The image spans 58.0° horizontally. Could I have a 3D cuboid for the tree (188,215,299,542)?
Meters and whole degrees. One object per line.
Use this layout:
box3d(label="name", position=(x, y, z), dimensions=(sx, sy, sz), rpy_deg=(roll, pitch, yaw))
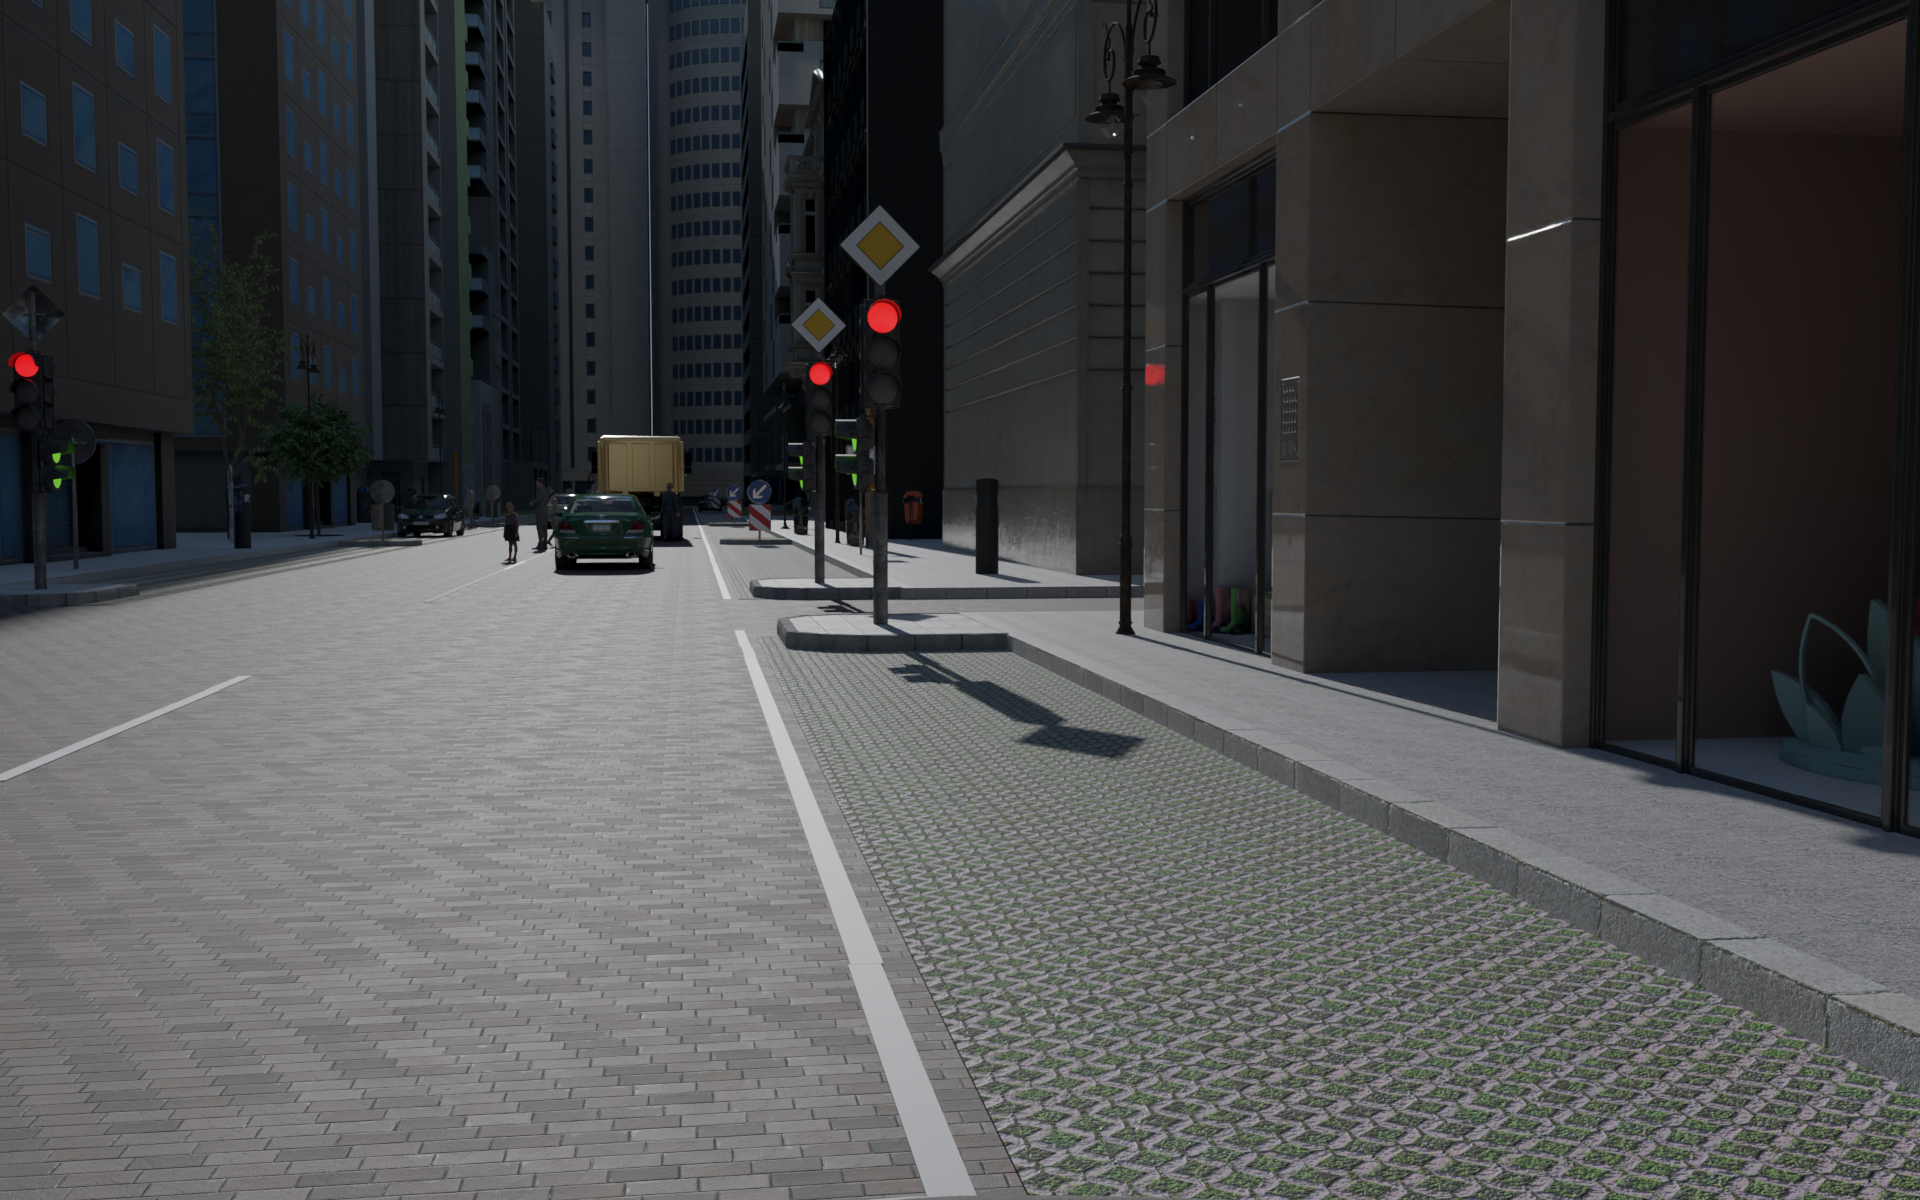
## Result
box3d(label="tree", position=(-19.315, -5.815, 45.440), dimensions=(4.737, 8.622, 4.395), rpy_deg=(0, 3, 0))

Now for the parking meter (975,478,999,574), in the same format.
box3d(label="parking meter", position=(0.434, -1.188, 27.835), dimensions=(0.372, 1.533, 0.369), rpy_deg=(0, 3, 0))

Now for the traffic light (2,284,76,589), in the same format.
box3d(label="traffic light", position=(-12.375, -2.099, 23.235), dimensions=(0.839, 4.253, 0.868), rpy_deg=(-1, 4, -9))

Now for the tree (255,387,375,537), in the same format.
box3d(label="tree", position=(-19.705, -4.236, 52.968), dimensions=(4.285, 4.588, 4.351), rpy_deg=(0, 3, 0))

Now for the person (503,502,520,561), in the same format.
box3d(label="person", position=(-9.579, -1.456, 36.978), dimensions=(0.362, 1.253, 0.373), rpy_deg=(2, 4, 24))

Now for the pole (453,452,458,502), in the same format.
box3d(label="pole", position=(-24.387, -5.499, 83.749), dimensions=(0.158, 3.312, 0.155), rpy_deg=(0, 3, 0))

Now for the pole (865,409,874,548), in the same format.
box3d(label="pole", position=(-2.127, -2.873, 40.824), dimensions=(0.158, 3.312, 0.155), rpy_deg=(0, 3, 0))

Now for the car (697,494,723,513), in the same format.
box3d(label="car", position=(-18.871, -7.401, 130.800), dimensions=(2.009, 1.686, 4.222), rpy_deg=(-1, 4, -10))

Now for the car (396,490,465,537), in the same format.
box3d(label="car", position=(-17.823, -2.972, 58.383), dimensions=(2.009, 1.686, 4.222), rpy_deg=(0, 4, -7))

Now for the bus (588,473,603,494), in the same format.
box3d(label="bus", position=(-26.266, -8.541, 131.195), dimensions=(2.896, 3.916, 12.252), rpy_deg=(0, 4, -8))

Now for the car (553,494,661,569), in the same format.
box3d(label="car", position=(-7.041, -1.387, 34.471), dimensions=(2.131, 1.459, 4.920), rpy_deg=(-1, 4, -9))

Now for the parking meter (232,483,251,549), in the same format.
box3d(label="parking meter", position=(-16.888, -1.977, 40.737), dimensions=(0.372, 1.533, 0.369), rpy_deg=(0, 3, 0))

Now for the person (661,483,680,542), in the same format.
box3d(label="person", position=(-8.633, -2.612, 51.630), dimensions=(0.576, 1.772, 0.534), rpy_deg=(0, 4, -7))

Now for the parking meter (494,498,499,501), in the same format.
box3d(label="parking meter", position=(-25.027, -5.189, 93.247), dimensions=(0.372, 1.533, 0.369), rpy_deg=(0, 3, 0))

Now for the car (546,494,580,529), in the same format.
box3d(label="car", position=(-16.585, -3.753, 73.159), dimensions=(2.131, 1.459, 4.920), rpy_deg=(-1, 4, -10))

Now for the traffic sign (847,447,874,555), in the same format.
box3d(label="traffic sign", position=(-2.097, -2.107, 36.572), dimensions=(0.606, 2.300, 0.079), rpy_deg=(0, 4, -4))

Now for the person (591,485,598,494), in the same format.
box3d(label="person", position=(-14.396, -3.610, 67.918), dimensions=(0.834, 1.777, 0.661), rpy_deg=(-2, 4, -32))

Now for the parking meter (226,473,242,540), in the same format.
box3d(label="parking meter", position=(-20.389, -2.626, 48.649), dimensions=(0.255, 1.863, 0.399), rpy_deg=(1, 4, 19))

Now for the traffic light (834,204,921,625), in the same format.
box3d(label="traffic light", position=(-0.802, -1.716, 16.981), dimensions=(0.839, 4.253, 0.868), rpy_deg=(-1, 4, -9))

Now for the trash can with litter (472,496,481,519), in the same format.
box3d(label="trash can with litter", position=(-24.523, -4.673, 87.797), dimensions=(0.624, 1.170, 1.055), rpy_deg=(-1, 4, -23))

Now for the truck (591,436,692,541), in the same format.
box3d(label="truck", position=(-10.434, -3.722, 56.781), dimensions=(3.469, 3.379, 9.791), rpy_deg=(-1, 4, -10))

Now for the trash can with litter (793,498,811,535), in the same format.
box3d(label="trash can with litter", position=(-4.998, -2.677, 55.164), dimensions=(0.624, 1.170, 1.055), rpy_deg=(-1, 4, -11))

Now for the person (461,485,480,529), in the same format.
box3d(label="person", position=(-20.136, -3.822, 71.104), dimensions=(0.853, 1.813, 0.709), rpy_deg=(0, 4, -8))

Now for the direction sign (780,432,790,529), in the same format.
box3d(label="direction sign", position=(-6.417, -4.373, 63.504), dimensions=(0.379, 3.537, 0.876), rpy_deg=(-1, 4, -20))

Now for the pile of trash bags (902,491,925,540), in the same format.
box3d(label="pile of trash bags", position=(0.022, -2.316, 47.623), dimensions=(3.447, 1.369, 1.912), rpy_deg=(1, 4, 20))

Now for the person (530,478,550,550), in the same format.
box3d(label="person", position=(-10.904, -2.234, 44.826), dimensions=(0.447, 1.846, 0.655), rpy_deg=(1, 4, 11))

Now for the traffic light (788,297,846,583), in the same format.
box3d(label="traffic light", position=(-2.043, -2.199, 24.870), dimensions=(0.839, 4.253, 0.868), rpy_deg=(-1, 4, -9))

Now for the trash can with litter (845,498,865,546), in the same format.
box3d(label="trash can with litter", position=(-2.539, -1.942, 43.144), dimensions=(0.624, 1.170, 1.055), rpy_deg=(-1, 4, -9))

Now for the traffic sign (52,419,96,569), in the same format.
box3d(label="traffic sign", position=(-15.103, -1.799, 29.517), dimensions=(0.768, 2.556, 0.104), rpy_deg=(0, 4, 0))

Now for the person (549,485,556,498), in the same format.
box3d(label="person", position=(-19.283, -4.497, 81.807), dimensions=(0.755, 1.850, 0.659), rpy_deg=(-1, 4, -21))

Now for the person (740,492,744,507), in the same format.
box3d(label="person", position=(-22.195, -10.364, 178.675), dimensions=(1.217, 1.735, 0.721), rpy_deg=(1, 4, 20))

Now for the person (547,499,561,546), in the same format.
box3d(label="person", position=(-11.118, -2.130, 47.601), dimensions=(0.640, 1.303, 0.475), rpy_deg=(1, 4, 20))

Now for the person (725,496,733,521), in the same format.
box3d(label="person", position=(-12.328, -5.133, 92.990), dimensions=(0.524, 1.755, 0.480), rpy_deg=(-1, 4, -20))
